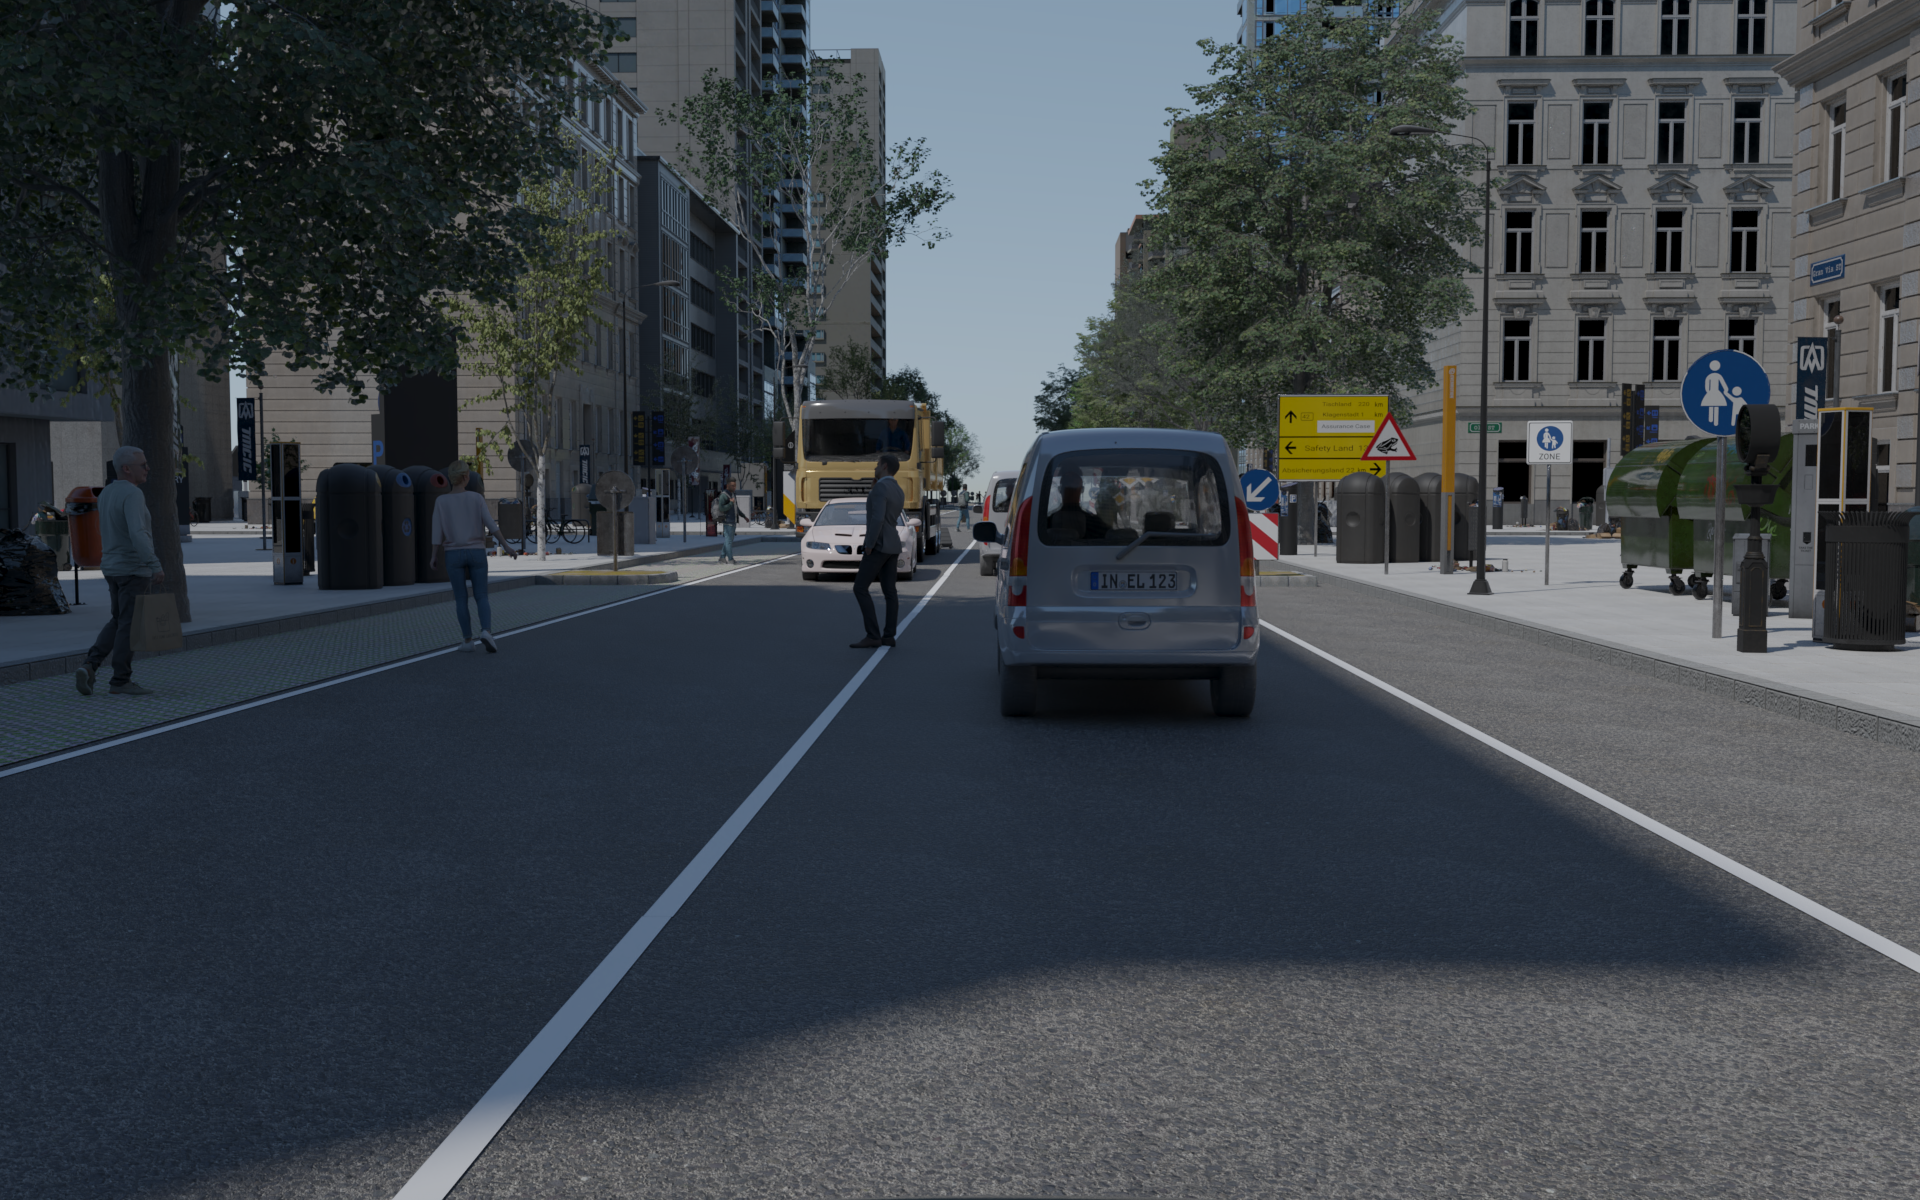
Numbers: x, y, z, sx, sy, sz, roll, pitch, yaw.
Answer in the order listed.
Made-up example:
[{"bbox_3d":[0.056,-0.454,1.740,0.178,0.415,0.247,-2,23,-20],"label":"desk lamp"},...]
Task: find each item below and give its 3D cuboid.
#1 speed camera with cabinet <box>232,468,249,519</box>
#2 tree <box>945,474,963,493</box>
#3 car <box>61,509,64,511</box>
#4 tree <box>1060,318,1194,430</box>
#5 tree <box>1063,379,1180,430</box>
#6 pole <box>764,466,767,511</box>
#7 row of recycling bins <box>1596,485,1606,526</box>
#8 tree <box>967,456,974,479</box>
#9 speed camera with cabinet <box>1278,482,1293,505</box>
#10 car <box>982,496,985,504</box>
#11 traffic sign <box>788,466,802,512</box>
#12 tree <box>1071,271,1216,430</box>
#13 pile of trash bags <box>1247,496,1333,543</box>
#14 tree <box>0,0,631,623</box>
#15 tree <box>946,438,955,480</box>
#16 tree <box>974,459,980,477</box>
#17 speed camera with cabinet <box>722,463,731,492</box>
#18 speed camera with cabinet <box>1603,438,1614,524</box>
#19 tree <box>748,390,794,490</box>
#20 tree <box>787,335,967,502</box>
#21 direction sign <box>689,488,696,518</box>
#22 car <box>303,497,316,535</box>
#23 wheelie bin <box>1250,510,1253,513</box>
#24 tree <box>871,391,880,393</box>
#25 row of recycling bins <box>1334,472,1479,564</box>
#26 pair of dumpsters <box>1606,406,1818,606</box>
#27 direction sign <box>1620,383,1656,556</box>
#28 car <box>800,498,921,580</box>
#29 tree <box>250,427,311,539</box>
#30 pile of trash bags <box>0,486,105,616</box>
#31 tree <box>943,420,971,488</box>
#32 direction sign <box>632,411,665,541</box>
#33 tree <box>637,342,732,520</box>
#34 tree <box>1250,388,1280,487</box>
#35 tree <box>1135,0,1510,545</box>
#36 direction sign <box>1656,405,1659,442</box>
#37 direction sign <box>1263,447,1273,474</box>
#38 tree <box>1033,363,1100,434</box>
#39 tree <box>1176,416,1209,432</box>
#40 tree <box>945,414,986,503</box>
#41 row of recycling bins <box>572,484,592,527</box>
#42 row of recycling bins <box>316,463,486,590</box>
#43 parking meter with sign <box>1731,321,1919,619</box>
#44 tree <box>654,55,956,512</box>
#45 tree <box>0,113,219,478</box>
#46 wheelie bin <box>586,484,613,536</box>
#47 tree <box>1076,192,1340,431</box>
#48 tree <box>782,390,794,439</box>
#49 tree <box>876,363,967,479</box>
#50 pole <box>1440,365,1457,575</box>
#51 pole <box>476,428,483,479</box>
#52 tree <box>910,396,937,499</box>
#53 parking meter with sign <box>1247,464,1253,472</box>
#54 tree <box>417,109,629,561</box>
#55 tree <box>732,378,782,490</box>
[{"bbox_3d":[-37.846,-5.906,90.905,0.660,3.252,2.038,-3,4,-36],"label":"speed camera with cabinet"},{"bbox_3d":[-1.068,-17.925,276.789,4.285,4.588,4.351,0,3,0],"label":"tree"},{"bbox_3d":[-27.824,-2.937,57.056,4.494,1.783,2.155,0,4,3],"label":"car"},{"bbox_3d":[9.631,-10.469,96.922,9.928,11.665,9.643,0,3,0],"label":"tree"},{"bbox_3d":[11.119,-11.439,121.435,8.767,10.594,7.601,-2,4,-35],"label":"tree"},{"bbox_3d":[-14.034,-8.024,125.028,0.158,3.312,0.155,0,3,0],"label":"pole"},{"bbox_3d":[26.245,-3.716,67.868,1.069,1.692,3.534,-1,4,-19],"label":"row of recycling bins"},{"bbox_3d":[-3.923,-14.622,173.479,7.601,10.594,8.767,-1,4,-19],"label":"tree"},{"bbox_3d":[15.215,-5.354,81.877,2.038,3.252,0.660,-1,4,-12],"label":"speed camera with cabinet"},{"bbox_3d":[4.124,-14.015,241.510,2.083,1.381,4.827,0,4,1],"label":"car"},{"bbox_3d":[-4.839,-3.001,52.714,0.795,2.450,0.064,0,4,2],"label":"traffic sign"},{"bbox_3d":[9.420,-10.413,88.377,7.486,12.596,7.792,0,3,0],"label":"tree"},{"bbox_3d":[9.601,-2.212,45.923,3.447,1.369,1.912,2,4,26],"label":"pile of trash bags"},{"bbox_3d":[-7.938,-6.743,16.911,9.857,13.997,8.962,0,3,0],"label":"tree"},{"bbox_3d":[-2.517,-15.559,204.746,4.360,8.622,3.978,0,3,0],"label":"tree"},{"bbox_3d":[-0.282,-21.933,293.018,8.767,10.594,7.601,1,4,19],"label":"tree"},{"bbox_3d":[-14.374,-7.055,109.686,0.660,3.252,2.038,1,4,21],"label":"speed camera with cabinet"},{"bbox_3d":[22.883,-4.040,60.383,0.660,3.252,2.038,1,4,13],"label":"speed camera with cabinet"},{"bbox_3d":[-13.043,-10.488,121.844,4.737,8.622,4.395,0,3,0],"label":"tree"},{"bbox_3d":[-5.558,-10.200,101.183,8.767,10.594,7.601,-3,5,-43],"label":"tree"},{"bbox_3d":[-14.619,-6.268,94.471,0.876,3.537,0.379,2,4,29],"label":"direction sign"},{"bbox_3d":[-19.736,-2.885,57.397,3.980,1.641,2.015,0,4,3],"label":"car"},{"bbox_3d":[17.680,-5.996,105.939,0.693,1.594,0.980,0,4,-7],"label":"wheelie bin"},{"bbox_3d":[-5.562,-10.274,118.347,4.737,8.622,4.395,0,3,0],"label":"tree"},{"bbox_3d":[8.561,-1.572,32.809,3.534,1.692,1.069,-2,4,-35],"label":"row of recycling bins"},{"bbox_3d":[9.469,-1.151,21.311,1.574,2.255,4.437,0,4,2],"label":"pair of dumpsters"},{"bbox_3d":[13.827,-2.671,35.661,0.876,3.537,0.379,-3,5,-40],"label":"direction sign"},{"bbox_3d":[-1.707,-1.095,30.267,2.083,1.381,4.827,0,4,0],"label":"car"},{"bbox_3d":[-19.814,-3.384,49.925,1.663,3.219,1.824,0,3,0],"label":"tree"},{"bbox_3d":[-10.422,-0.541,18.591,1.912,1.369,3.447,1,4,18],"label":"pile of trash bags"},{"bbox_3d":[-2.237,-18.780,232.815,9.928,11.665,9.643,0,3,0],"label":"tree"},{"bbox_3d":[-8.494,-3.384,47.326,0.876,3.537,0.379,0,4,3],"label":"direction sign"},{"bbox_3d":[-13.524,-8.212,84.627,4.360,8.622,3.978,0,3,0],"label":"tree"},{"bbox_3d":[17.521,-8.893,95.764,4.360,8.622,3.978,0,3,0],"label":"tree"},{"bbox_3d":[8.610,-8.363,43.390,9.857,13.997,8.962,0,3,0],"label":"tree"},{"bbox_3d":[17.394,-3.199,44.307,0.876,3.537,0.379,0,4,4],"label":"direction sign"},{"bbox_3d":[14.982,-5.647,84.320,0.379,3.537,0.876,3,5,40],"label":"direction sign"},{"bbox_3d":[11.632,-15.979,167.911,9.857,13.997,8.962,0,3,0],"label":"tree"},{"bbox_3d":[16.559,-11.016,130.480,4.737,8.622,4.395,0,3,0],"label":"tree"},{"bbox_3d":[-1.185,-21.601,263.539,12.009,13.543,11.850,0,3,0],"label":"tree"},{"bbox_3d":[-15.122,-3.828,69.702,1.069,1.692,3.534,-1,4,-13],"label":"row of recycling bins"},{"bbox_3d":[-7.967,-1.079,24.748,1.069,1.692,3.534,1,4,15],"label":"row of recycling bins"},{"bbox_3d":[8.933,-1.319,17.828,1.738,3.016,0.543,2,4,27],"label":"parking meter with sign"},{"bbox_3d":[-5.613,-13.275,72.938,12.611,20.169,13.585,0,3,0],"label":"tree"},{"bbox_3d":[-15.517,-4.991,31.959,4.737,8.622,4.395,0,3,0],"label":"tree"},{"bbox_3d":[-11.051,-2.779,53.341,0.980,1.594,0.693,1,4,14],"label":"wheelie bin"},{"bbox_3d":[9.550,-9.583,67.053,12.009,13.543,11.850,0,3,0],"label":"tree"},{"bbox_3d":[-11.407,-9.870,111.733,4.360,8.622,3.978,0,3,0],"label":"tree"},{"bbox_3d":[-4.626,-14.394,152.343,9.611,12.733,9.660,0,3,0],"label":"tree"},{"bbox_3d":[7.780,-2.064,27.591,0.158,3.312,0.155,0,3,0],"label":"pole"},{"bbox_3d":[-14.775,-3.637,53.311,0.158,3.312,0.155,0,3,0],"label":"pole"},{"bbox_3d":[-4.260,-10.856,127.865,4.360,8.622,3.978,0,3,0],"label":"tree"},{"bbox_3d":[17.265,-6.272,98.804,1.738,3.016,0.543,3,4,36],"label":"parking meter with sign"},{"bbox_3d":[-8.215,-5.067,33.205,4.737,8.622,4.395,0,3,0],"label":"tree"},{"bbox_3d":[-13.394,-9.497,105.632,4.360,8.622,3.978,0,3,0],"label":"tree"}]
